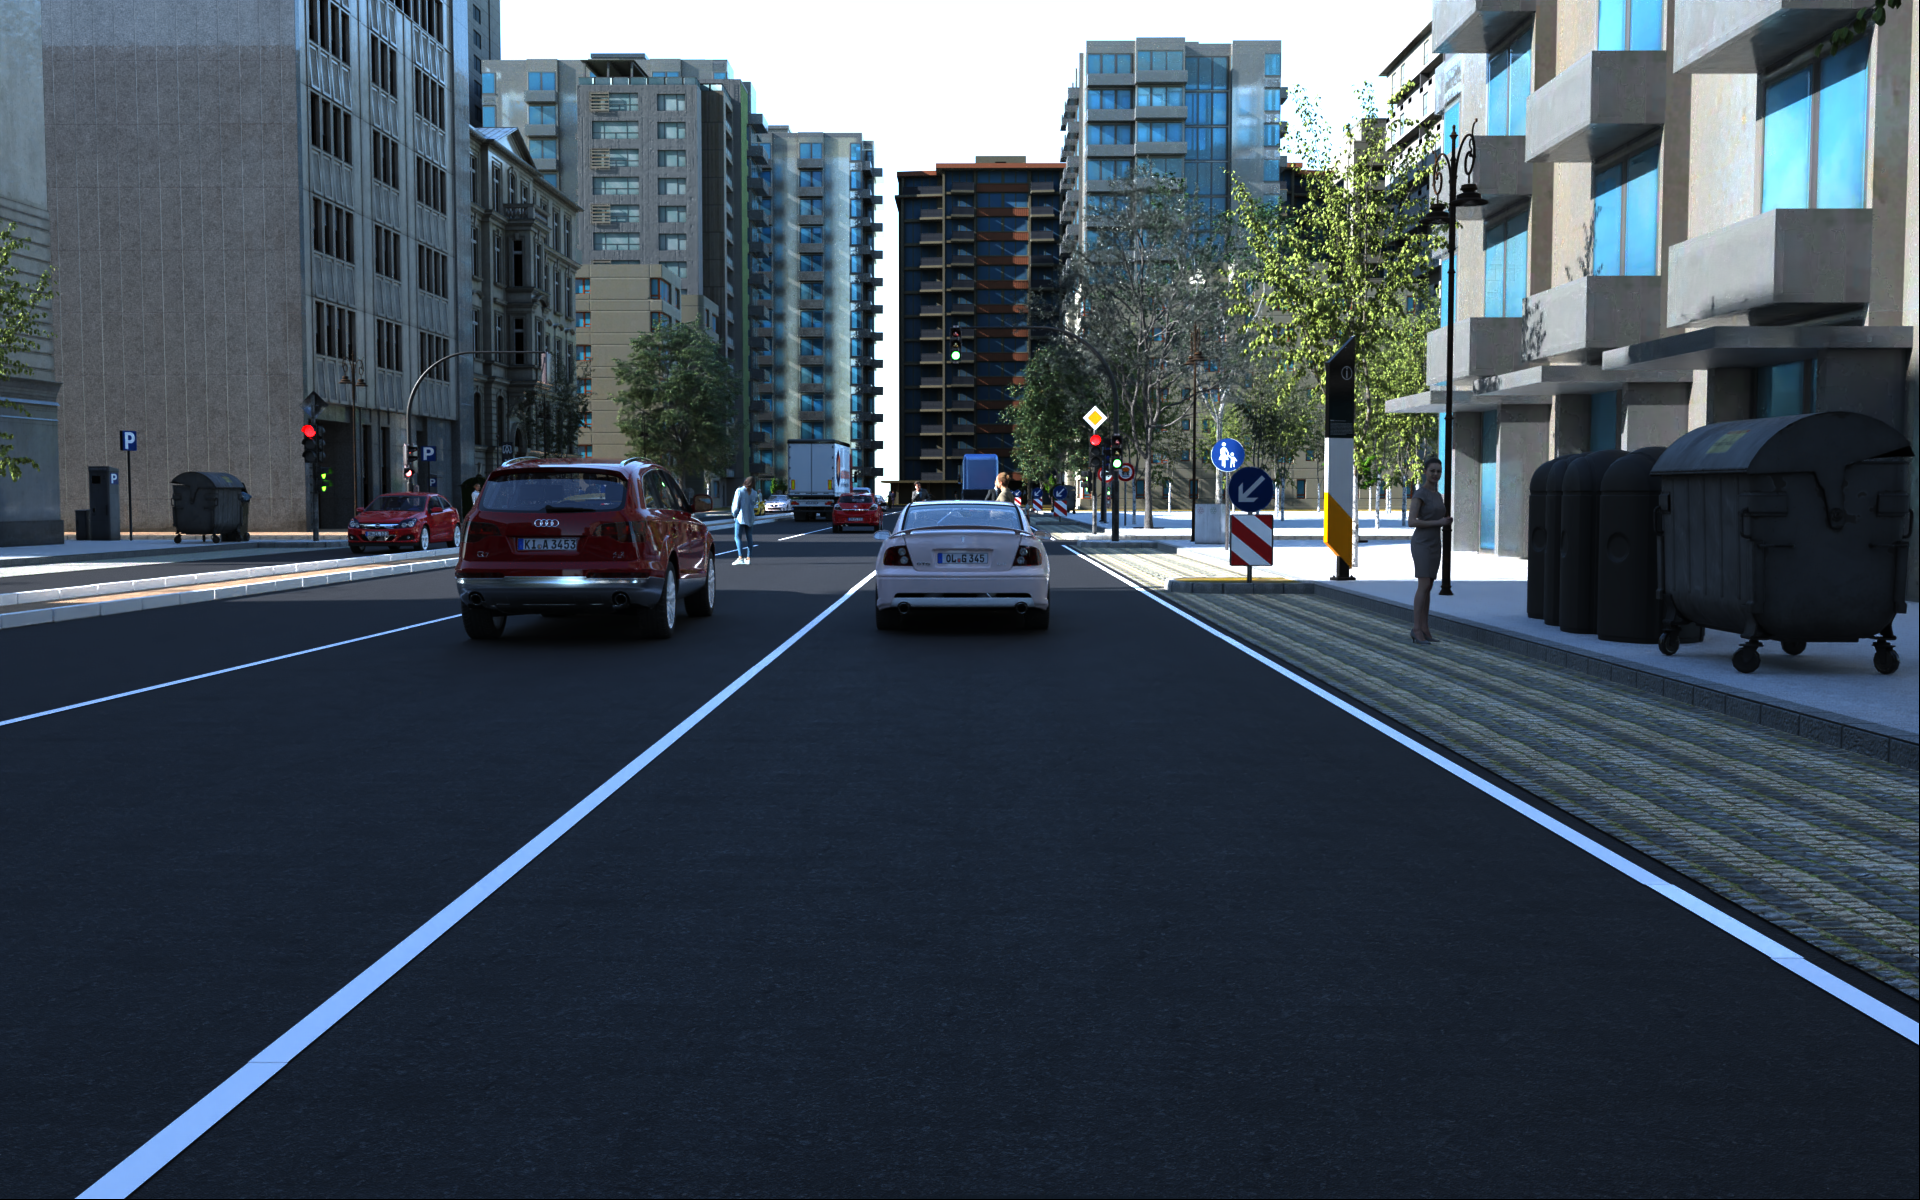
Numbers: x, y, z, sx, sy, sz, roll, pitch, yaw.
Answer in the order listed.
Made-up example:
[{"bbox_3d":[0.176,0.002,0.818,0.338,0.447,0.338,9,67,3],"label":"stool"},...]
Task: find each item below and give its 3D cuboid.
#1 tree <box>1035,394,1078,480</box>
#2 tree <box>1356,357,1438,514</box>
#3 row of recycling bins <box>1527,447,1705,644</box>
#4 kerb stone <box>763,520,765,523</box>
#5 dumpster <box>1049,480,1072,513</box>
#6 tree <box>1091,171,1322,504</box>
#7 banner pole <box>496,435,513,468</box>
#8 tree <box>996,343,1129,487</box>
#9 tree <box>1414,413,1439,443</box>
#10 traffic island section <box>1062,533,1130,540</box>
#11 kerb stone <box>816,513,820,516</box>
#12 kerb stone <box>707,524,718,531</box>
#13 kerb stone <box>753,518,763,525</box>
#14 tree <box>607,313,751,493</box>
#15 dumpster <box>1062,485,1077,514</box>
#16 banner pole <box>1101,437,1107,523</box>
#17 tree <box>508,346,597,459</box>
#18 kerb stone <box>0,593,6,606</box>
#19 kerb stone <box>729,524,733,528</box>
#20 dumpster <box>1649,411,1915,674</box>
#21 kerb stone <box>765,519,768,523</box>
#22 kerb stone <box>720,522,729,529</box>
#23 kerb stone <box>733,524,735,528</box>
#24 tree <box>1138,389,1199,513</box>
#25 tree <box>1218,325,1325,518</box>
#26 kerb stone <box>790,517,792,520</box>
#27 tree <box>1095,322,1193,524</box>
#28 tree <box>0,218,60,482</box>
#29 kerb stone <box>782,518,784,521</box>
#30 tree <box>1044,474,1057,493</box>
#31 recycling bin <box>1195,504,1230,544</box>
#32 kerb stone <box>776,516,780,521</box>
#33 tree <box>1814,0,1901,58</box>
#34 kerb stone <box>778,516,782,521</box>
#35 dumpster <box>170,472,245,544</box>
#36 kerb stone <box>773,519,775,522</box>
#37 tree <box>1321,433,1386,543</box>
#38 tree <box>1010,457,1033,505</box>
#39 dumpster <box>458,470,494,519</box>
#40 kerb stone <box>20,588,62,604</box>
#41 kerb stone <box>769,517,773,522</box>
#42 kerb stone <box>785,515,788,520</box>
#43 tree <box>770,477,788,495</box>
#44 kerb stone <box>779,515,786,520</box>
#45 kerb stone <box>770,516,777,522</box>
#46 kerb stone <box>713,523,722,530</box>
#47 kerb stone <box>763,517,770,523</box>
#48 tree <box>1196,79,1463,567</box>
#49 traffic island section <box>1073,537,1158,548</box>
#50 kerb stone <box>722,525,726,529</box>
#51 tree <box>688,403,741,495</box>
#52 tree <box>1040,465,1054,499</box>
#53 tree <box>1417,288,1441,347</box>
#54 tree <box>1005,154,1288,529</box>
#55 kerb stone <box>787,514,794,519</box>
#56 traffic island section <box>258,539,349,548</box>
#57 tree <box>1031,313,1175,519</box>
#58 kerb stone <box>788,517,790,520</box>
[{"bbox_3d":[8.130,-12.980,137.976,9.928,11.665,9.643,0,3,0],"label":"tree"},{"bbox_3d":[23.365,-8.640,91.625,4.360,8.622,3.978,0,3,0],"label":"tree"},{"bbox_3d":[6.147,-0.573,16.486,1.069,1.692,3.534,0,4,6],"label":"row of recycling bins"},{"bbox_3d":[-9.683,-3.776,83.928,0.120,0.150,1.000,0,4,0],"label":"kerb stone"},{"bbox_3d":[6.888,-7.131,119.079,1.502,2.255,1.985,0,4,0],"label":"dumpster"},{"bbox_3d":[14.155,-15.115,103.021,12.611,20.169,13.585,0,3,0],"label":"tree"},{"bbox_3d":[-19.300,-5.092,73.268,0.863,3.779,0.401,-1,4,-22],"label":"banner pole"},{"bbox_3d":[7.249,-12.816,126.552,9.611,12.733,9.660,0,3,0],"label":"tree"},{"bbox_3d":[30.083,-10.182,100.895,7.601,10.594,8.767,-2,4,-33],"label":"tree"},{"bbox_3d":[4.302,-2.007,55.101,2.009,0.180,2.903,0,4,0],"label":"traffic island section"},{"bbox_3d":[-9.418,-5.780,116.715,0.120,0.150,1.000,0,4,0],"label":"kerb stone"},{"bbox_3d":[-9.804,-2.832,68.557,0.120,0.150,1.000,0,4,0],"label":"kerb stone"},{"bbox_3d":[-9.685,-3.708,82.906,0.120,0.150,1.000,0,4,0],"label":"kerb stone"},{"bbox_3d":[-19.548,-13.100,120.847,9.857,13.997,8.962,0,3,0],"label":"tree"},{"bbox_3d":[6.877,-6.455,111.305,1.264,1.857,1.865,0,4,1],"label":"dumpster"},{"bbox_3d":[6.335,-5.281,76.359,0.401,3.779,0.863,-1,4,-9],"label":"banner pole"},{"bbox_3d":[-19.769,-8.262,85.445,4.360,8.622,3.978,0,3,0],"label":"tree"},{"bbox_3d":[-12.263,0.017,21.910,0.120,0.150,1.000,0,4,0],"label":"kerb stone"},{"bbox_3d":[-9.765,-3.084,72.653,0.120,0.150,1.000,0,4,0],"label":"kerb stone"},{"bbox_3d":[6.141,-0.444,13.022,1.264,1.857,1.865,0,4,1],"label":"dumpster"},{"bbox_3d":[-9.675,-3.839,84.963,0.120,0.150,1.000,0,4,0],"label":"kerb stone"},{"bbox_3d":[-9.773,-3.021,71.630,0.120,0.150,1.000,0,4,0],"label":"kerb stone"},{"bbox_3d":[-9.755,-3.148,73.675,0.120,0.150,1.000,0,4,0],"label":"kerb stone"},{"bbox_3d":[13.979,-10.107,115.604,4.360,8.622,3.978,0,3,0],"label":"tree"},{"bbox_3d":[13.095,-7.594,74.530,4.360,8.622,3.978,0,3,0],"label":"tree"},{"bbox_3d":[-9.582,-4.528,96.235,0.120,0.150,1.000,0,4,0],"label":"kerb stone"},{"bbox_3d":[7.460,-7.501,73.003,4.737,8.622,4.395,0,3,0],"label":"tree"},{"bbox_3d":[-19.788,-5.096,33.687,4.737,8.622,4.395,0,3,0],"label":"tree"},{"bbox_3d":[-9.614,-4.277,92.130,0.120,0.150,1.000,0,4,0],"label":"kerb stone"},{"bbox_3d":[8.249,-9.952,157.323,1.663,3.219,1.824,0,3,0],"label":"tree"},{"bbox_3d":[6.503,-1.960,44.603,0.722,1.027,0.722,2,4,29],"label":"recycling bin"},{"bbox_3d":[-9.634,-4.152,90.085,0.120,0.150,1.000,0,4,0],"label":"kerb stone"},{"bbox_3d":[6.512,-3.568,8.695,4.737,8.622,4.395,0,3,0],"label":"tree"},{"bbox_3d":[-9.616,-4.215,91.108,0.120,0.150,1.000,0,4,0],"label":"kerb stone"},{"bbox_3d":[-19.802,-2.436,45.581,1.264,1.857,1.865,0,4,1],"label":"dumpster"},{"bbox_3d":[-9.641,-4.021,88.031,0.120,0.150,1.000,0,4,0],"label":"kerb stone"},{"bbox_3d":[10.244,-3.146,46.032,1.663,3.219,1.824,0,3,0],"label":"tree"},{"bbox_3d":[8.384,-15.679,206.721,4.737,8.622,4.395,0,3,0],"label":"tree"},{"bbox_3d":[-19.538,-4.183,70.878,1.502,2.255,1.985,0,4,1],"label":"dumpster"},{"bbox_3d":[-12.257,-0.041,22.939,0.120,0.150,1.000,0,4,0],"label":"kerb stone"},{"bbox_3d":[-9.656,-3.964,87.007,0.120,0.150,1.000,0,4,0],"label":"kerb stone"},{"bbox_3d":[-9.601,-4.403,94.191,0.120,0.150,1.000,0,4,0],"label":"kerb stone"},{"bbox_3d":[-19.656,-11.950,189.990,1.663,3.219,1.824,0,3,0],"label":"tree"},{"bbox_3d":[-9.608,-4.338,93.169,0.120,0.150,1.000,0,4,0],"label":"kerb stone"},{"bbox_3d":[-9.636,-4.085,89.054,0.120,0.150,1.000,0,4,0],"label":"kerb stone"},{"bbox_3d":[-9.790,-2.898,69.579,0.120,0.150,1.000,0,4,0],"label":"kerb stone"},{"bbox_3d":[-9.665,-3.899,85.985,0.120,0.150,1.000,0,4,0],"label":"kerb stone"},{"bbox_3d":[6.689,-4.883,30.199,4.737,8.622,4.395,0,3,0],"label":"tree"},{"bbox_3d":[4.240,-1.519,47.116,2.009,0.180,2.903,0,4,0],"label":"traffic island section"},{"bbox_3d":[-9.781,-2.959,70.605,0.120,0.150,1.000,0,4,0],"label":"kerb stone"},{"bbox_3d":[-18.784,-11.018,130.507,4.360,8.622,3.978,0,3,0],"label":"tree"},{"bbox_3d":[6.998,-12.252,150.677,4.360,8.622,3.978,0,3,0],"label":"tree"},{"bbox_3d":[26.084,-10.624,80.352,9.857,13.997,8.962,0,3,0],"label":"tree"},{"bbox_3d":[6.865,-9.380,63.727,12.009,13.543,11.850,0,3,0],"label":"tree"},{"bbox_3d":[-9.577,-4.591,97.264,0.120,0.150,1.000,0,4,0],"label":"kerb stone"},{"bbox_3d":[-17.601,-1.530,47.291,2.009,0.180,2.903,0,4,0],"label":"traffic island section"},{"bbox_3d":[7.046,-9.375,87.689,8.767,10.594,7.601,3,5,42],"label":"tree"},{"bbox_3d":[-9.593,-4.463,95.213,0.120,0.150,1.000,0,4,0],"label":"kerb stone"}]
